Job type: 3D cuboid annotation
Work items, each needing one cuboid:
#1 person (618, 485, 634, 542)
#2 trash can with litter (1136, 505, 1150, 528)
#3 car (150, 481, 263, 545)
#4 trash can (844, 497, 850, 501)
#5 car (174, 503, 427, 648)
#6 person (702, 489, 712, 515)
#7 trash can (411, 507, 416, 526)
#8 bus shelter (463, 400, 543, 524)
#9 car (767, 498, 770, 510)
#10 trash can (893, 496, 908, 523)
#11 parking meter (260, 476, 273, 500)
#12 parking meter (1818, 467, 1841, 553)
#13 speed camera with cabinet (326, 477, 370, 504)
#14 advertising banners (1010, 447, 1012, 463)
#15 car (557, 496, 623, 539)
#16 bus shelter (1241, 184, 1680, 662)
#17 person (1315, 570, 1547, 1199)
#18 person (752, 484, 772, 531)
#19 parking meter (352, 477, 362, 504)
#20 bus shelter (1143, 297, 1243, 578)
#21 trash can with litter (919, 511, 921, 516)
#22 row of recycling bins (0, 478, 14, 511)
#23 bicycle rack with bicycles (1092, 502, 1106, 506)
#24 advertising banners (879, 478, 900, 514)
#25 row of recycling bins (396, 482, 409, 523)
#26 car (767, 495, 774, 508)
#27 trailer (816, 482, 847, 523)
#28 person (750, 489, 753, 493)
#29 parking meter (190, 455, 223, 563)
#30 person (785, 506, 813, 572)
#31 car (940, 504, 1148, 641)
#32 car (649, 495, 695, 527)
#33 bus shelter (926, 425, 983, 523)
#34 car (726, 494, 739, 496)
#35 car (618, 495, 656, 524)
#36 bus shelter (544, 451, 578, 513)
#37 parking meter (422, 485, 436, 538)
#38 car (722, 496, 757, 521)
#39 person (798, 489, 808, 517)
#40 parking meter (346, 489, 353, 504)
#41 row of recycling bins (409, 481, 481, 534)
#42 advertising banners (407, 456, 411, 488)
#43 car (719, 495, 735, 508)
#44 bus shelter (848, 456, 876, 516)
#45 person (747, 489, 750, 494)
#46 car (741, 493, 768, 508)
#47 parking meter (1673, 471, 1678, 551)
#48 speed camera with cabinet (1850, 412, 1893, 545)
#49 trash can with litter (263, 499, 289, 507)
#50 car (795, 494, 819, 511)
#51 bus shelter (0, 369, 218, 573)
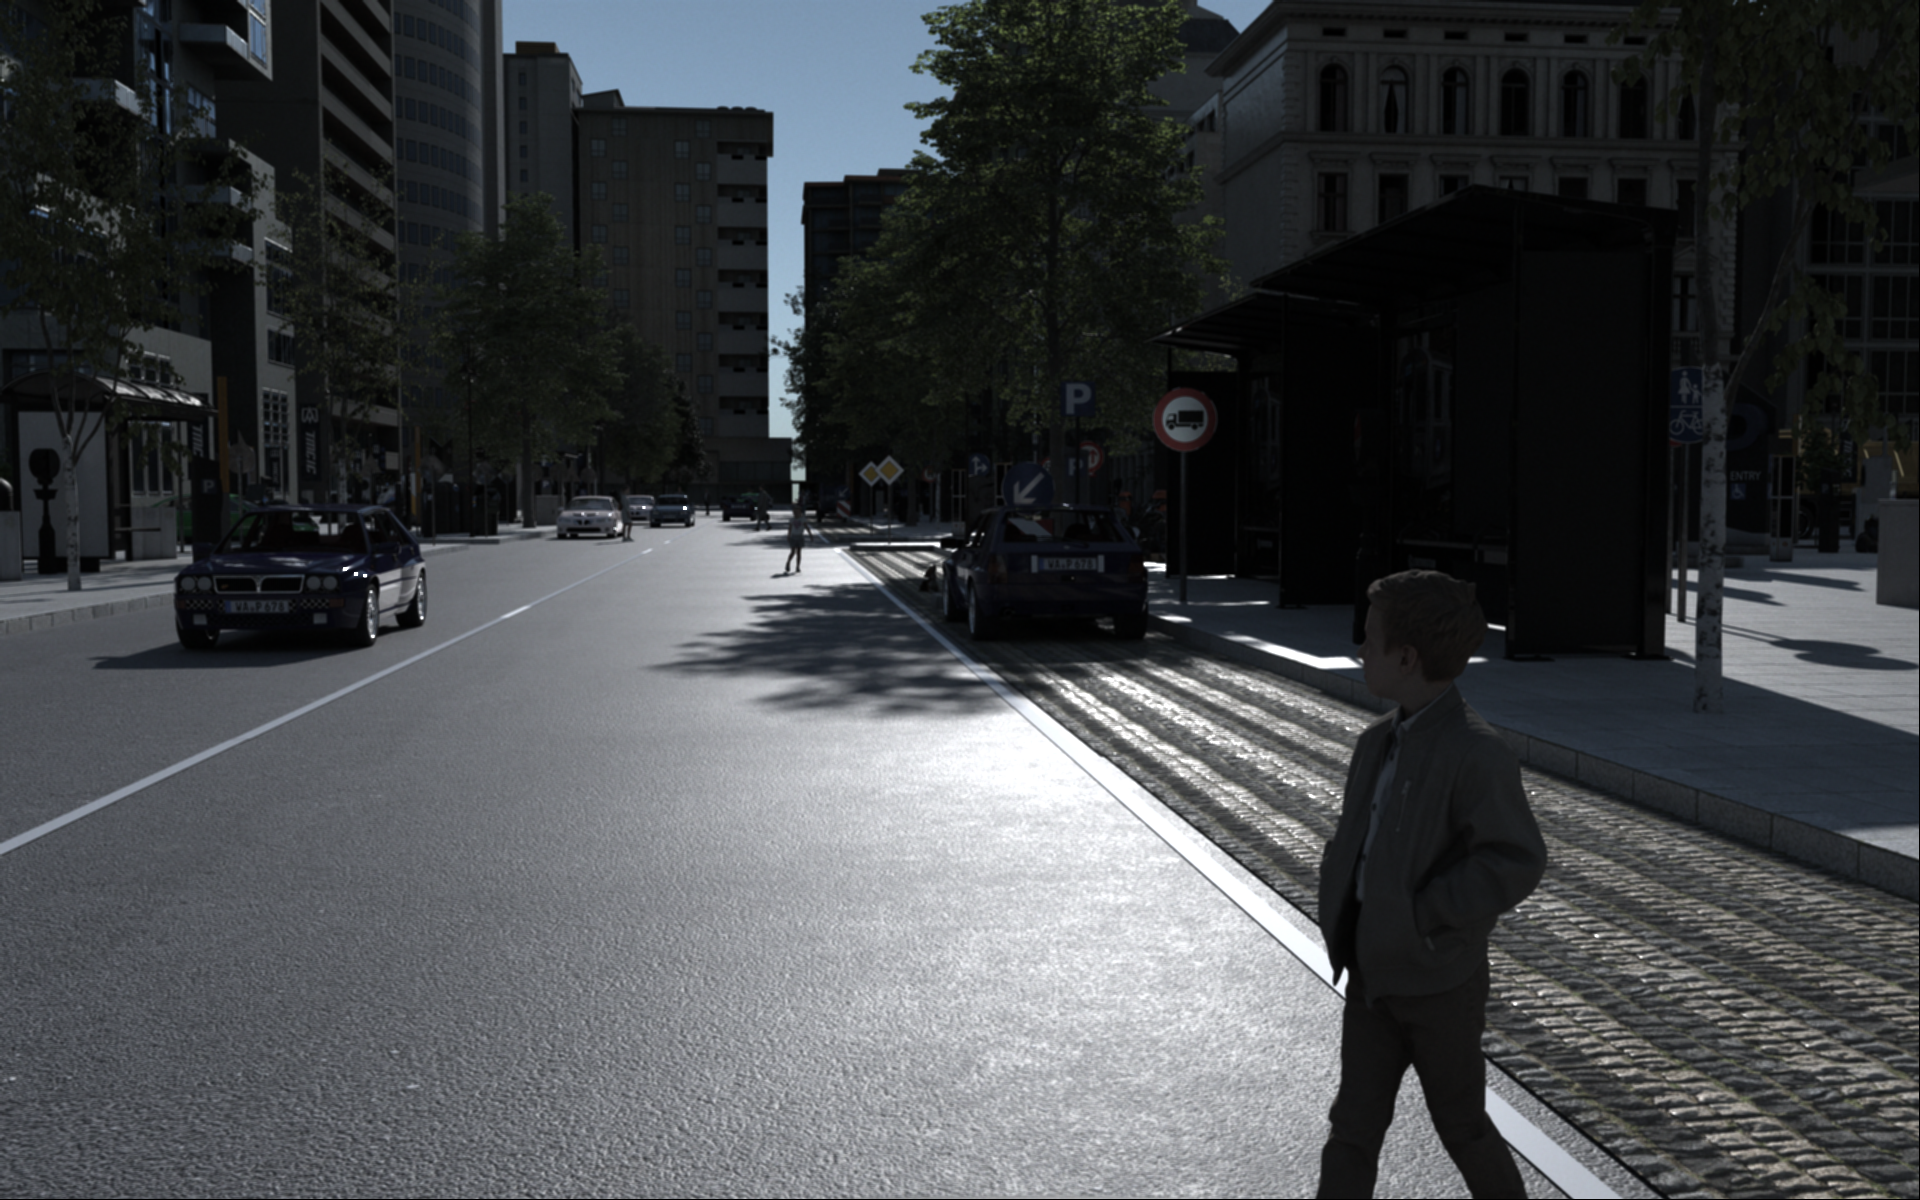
[{"bbox_3d":[-10.055,-2.607,52.121,0.522,1.701,0.512,-1,4,-15],"label":"person"},{"bbox_3d":[6.948,-3.140,62.721,1.055,1.170,0.624,-2,4,-27],"label":"trash can with litter"},{"bbox_3d":[-19.363,-2.250,45.591,4.718,1.807,1.959,0,4,-6],"label":"car"},{"bbox_3d":[-8.117,-6.822,123.188,0.748,1.137,0.748,0,3,0],"label":"trash can"},{"bbox_3d":[-6.519,-0.294,17.381,1.945,1.354,3.894,0,4,-7],"label":"car"},{"bbox_3d":[-17.003,-6.562,116.190,0.661,1.777,0.834,1,4,17],"label":"person"},{"bbox_3d":[-22.075,-3.571,70.047,0.748,1.137,0.748,0,3,0],"label":"trash can"},{"bbox_3d":[-20.150,-6.011,75.913,2.179,5.291,8.768,0,4,-6],"label":"bus shelter"},{"bbox_3d":[-18.108,-8.785,155.638,2.014,1.417,4.499,0,4,-5],"label":"car"},{"bbox_3d":[-2.461,-4.030,77.546,0.748,1.137,0.748,0,3,0],"label":"trash can"},{"bbox_3d":[-22.135,-3.036,55.344,0.399,1.863,0.255,3,5,40],"label":"parking meter"},{"bbox_3d":[19.002,-1.965,37.832,0.255,1.863,0.399,-1,4,-15],"label":"parking meter"},{"bbox_3d":[-30.613,-5.647,86.657,2.038,3.252,0.660,-2,4,-30],"label":"speed camera with cabinet"},{"bbox_3d":[2.005,-4.168,64.342,0.090,3.025,2.074,0,4,-5],"label":"advertising banners"},{"bbox_3d":[-12.148,-2.744,57.226,2.083,1.381,4.827,0,4,-5],"label":"car"},{"bbox_3d":[4.399,-1.533,16.340,1.731,3.624,6.357,0,4,-6],"label":"bus shelter"},{"bbox_3d":[0.800,0.599,2.975,0.640,1.303,0.475,-2,4,-35],"label":"person"},{"bbox_3d":[-7.752,-3.617,67.735,0.767,1.812,0.694,1,4,8],"label":"person"},{"bbox_3d":[-20.277,-3.217,58.305,0.255,1.863,0.399,-2,4,-29],"label":"parking meter"},{"bbox_3d":[3.960,-1.962,23.359,1.731,3.624,6.357,0,4,-6],"label":"bus shelter"},{"bbox_3d":[-2.103,-6.342,114.745,2.233,1.210,1.678,-1,4,-18],"label":"trash can with litter"},{"bbox_3d":[-22.175,-2.052,40.661,3.534,1.692,1.069,0,4,-5],"label":"row of recycling bins"},{"bbox_3d":[5.870,-4.121,80.763,2.925,0.926,2.852,1,4,9],"label":"bicycle rack with bicycles"},{"bbox_3d":[-4.379,-6.948,109.789,2.074,3.025,0.090,-3,5,-40],"label":"advertising banners"},{"bbox_3d":[-20.328,-3.365,62.130,1.069,1.692,3.534,-2,4,-26],"label":"row of recycling bins"},{"bbox_3d":[-20.492,-10.291,180.611,2.083,1.381,4.827,0,4,-5],"label":"car"},{"bbox_3d":[-6.457,-4.851,86.360,1.471,1.999,3.904,0,4,-8],"label":"trailer"},{"bbox_3d":[-14.186,-6.678,118.025,0.374,1.781,0.599,1,4,13],"label":"person"},{"bbox_3d":[-11.376,-1.252,26.178,0.399,1.863,0.255,-3,5,-42],"label":"parking meter"},{"bbox_3d":[-2.959,-1.122,31.856,0.505,1.210,0.382,0,4,-7],"label":"person"},{"bbox_3d":[0.810,-0.346,18.237,1.945,1.354,3.894,0,4,-6],"label":"car"},{"bbox_3d":[-12.606,-3.916,76.027,2.014,1.417,4.499,0,4,-5],"label":"car"},{"bbox_3d":[-0.460,-6.400,82.265,2.179,5.291,8.768,0,4,-6],"label":"bus shelter"},{"bbox_3d":[-25.201,-11.179,191.572,1.959,1.807,4.718,0,4,-5],"label":"car"},{"bbox_3d":[-15.282,-4.288,82.472,2.083,1.381,4.827,0,4,-6],"label":"car"},{"bbox_3d":[-20.486,-6.619,85.858,2.179,5.291,8.768,0,4,-6],"label":"bus shelter"},{"bbox_3d":[-15.576,-2.593,50.808,0.372,1.533,0.369,0,3,0],"label":"parking meter"},{"bbox_3d":[-11.810,-4.921,93.036,1.945,1.354,3.894,0,4,-4],"label":"car"},{"bbox_3d":[-8.232,-4.970,90.602,0.563,1.720,0.643,-3,4,-36],"label":"person"},{"bbox_3d":[-27.864,-4.331,79.215,0.372,1.533,0.369,0,3,0],"label":"parking meter"},{"bbox_3d":[-16.623,-3.043,56.860,1.069,1.692,3.534,1,4,11],"label":"row of recycling bins"},{"bbox_3d":[-25.636,-5.061,78.940,2.074,3.025,0.090,1,4,13],"label":"advertising banners"},{"bbox_3d":[-23.599,-10.046,176.828,1.945,1.354,3.894,0,4,-5],"label":"car"},{"bbox_3d":[-6.144,-7.061,106.733,1.731,3.624,6.357,0,4,-6],"label":"bus shelter"},{"bbox_3d":[-13.675,-6.341,112.408,0.478,1.798,0.641,1,4,11],"label":"person"},{"bbox_3d":[-13.054,-6.108,108.665,1.959,1.807,4.718,0,4,-5],"label":"car"},{"bbox_3d":[15.977,-2.025,38.821,0.399,1.863,0.255,1,4,20],"label":"parking meter"},{"bbox_3d":[22.436,-2.956,42.660,0.660,3.252,2.038,1,4,19],"label":"speed camera with cabinet"},{"bbox_3d":[-14.477,-1.541,36.586,0.624,1.170,1.055,0,4,-5],"label":"trash can with litter"},{"bbox_3d":[-11.404,-7.380,130.454,2.009,1.686,4.222,0,4,-7],"label":"car"},{"bbox_3d":[-14.938,-2.252,30.744,2.014,3.302,5.546,0,4,-6],"label":"bus shelter"}]
